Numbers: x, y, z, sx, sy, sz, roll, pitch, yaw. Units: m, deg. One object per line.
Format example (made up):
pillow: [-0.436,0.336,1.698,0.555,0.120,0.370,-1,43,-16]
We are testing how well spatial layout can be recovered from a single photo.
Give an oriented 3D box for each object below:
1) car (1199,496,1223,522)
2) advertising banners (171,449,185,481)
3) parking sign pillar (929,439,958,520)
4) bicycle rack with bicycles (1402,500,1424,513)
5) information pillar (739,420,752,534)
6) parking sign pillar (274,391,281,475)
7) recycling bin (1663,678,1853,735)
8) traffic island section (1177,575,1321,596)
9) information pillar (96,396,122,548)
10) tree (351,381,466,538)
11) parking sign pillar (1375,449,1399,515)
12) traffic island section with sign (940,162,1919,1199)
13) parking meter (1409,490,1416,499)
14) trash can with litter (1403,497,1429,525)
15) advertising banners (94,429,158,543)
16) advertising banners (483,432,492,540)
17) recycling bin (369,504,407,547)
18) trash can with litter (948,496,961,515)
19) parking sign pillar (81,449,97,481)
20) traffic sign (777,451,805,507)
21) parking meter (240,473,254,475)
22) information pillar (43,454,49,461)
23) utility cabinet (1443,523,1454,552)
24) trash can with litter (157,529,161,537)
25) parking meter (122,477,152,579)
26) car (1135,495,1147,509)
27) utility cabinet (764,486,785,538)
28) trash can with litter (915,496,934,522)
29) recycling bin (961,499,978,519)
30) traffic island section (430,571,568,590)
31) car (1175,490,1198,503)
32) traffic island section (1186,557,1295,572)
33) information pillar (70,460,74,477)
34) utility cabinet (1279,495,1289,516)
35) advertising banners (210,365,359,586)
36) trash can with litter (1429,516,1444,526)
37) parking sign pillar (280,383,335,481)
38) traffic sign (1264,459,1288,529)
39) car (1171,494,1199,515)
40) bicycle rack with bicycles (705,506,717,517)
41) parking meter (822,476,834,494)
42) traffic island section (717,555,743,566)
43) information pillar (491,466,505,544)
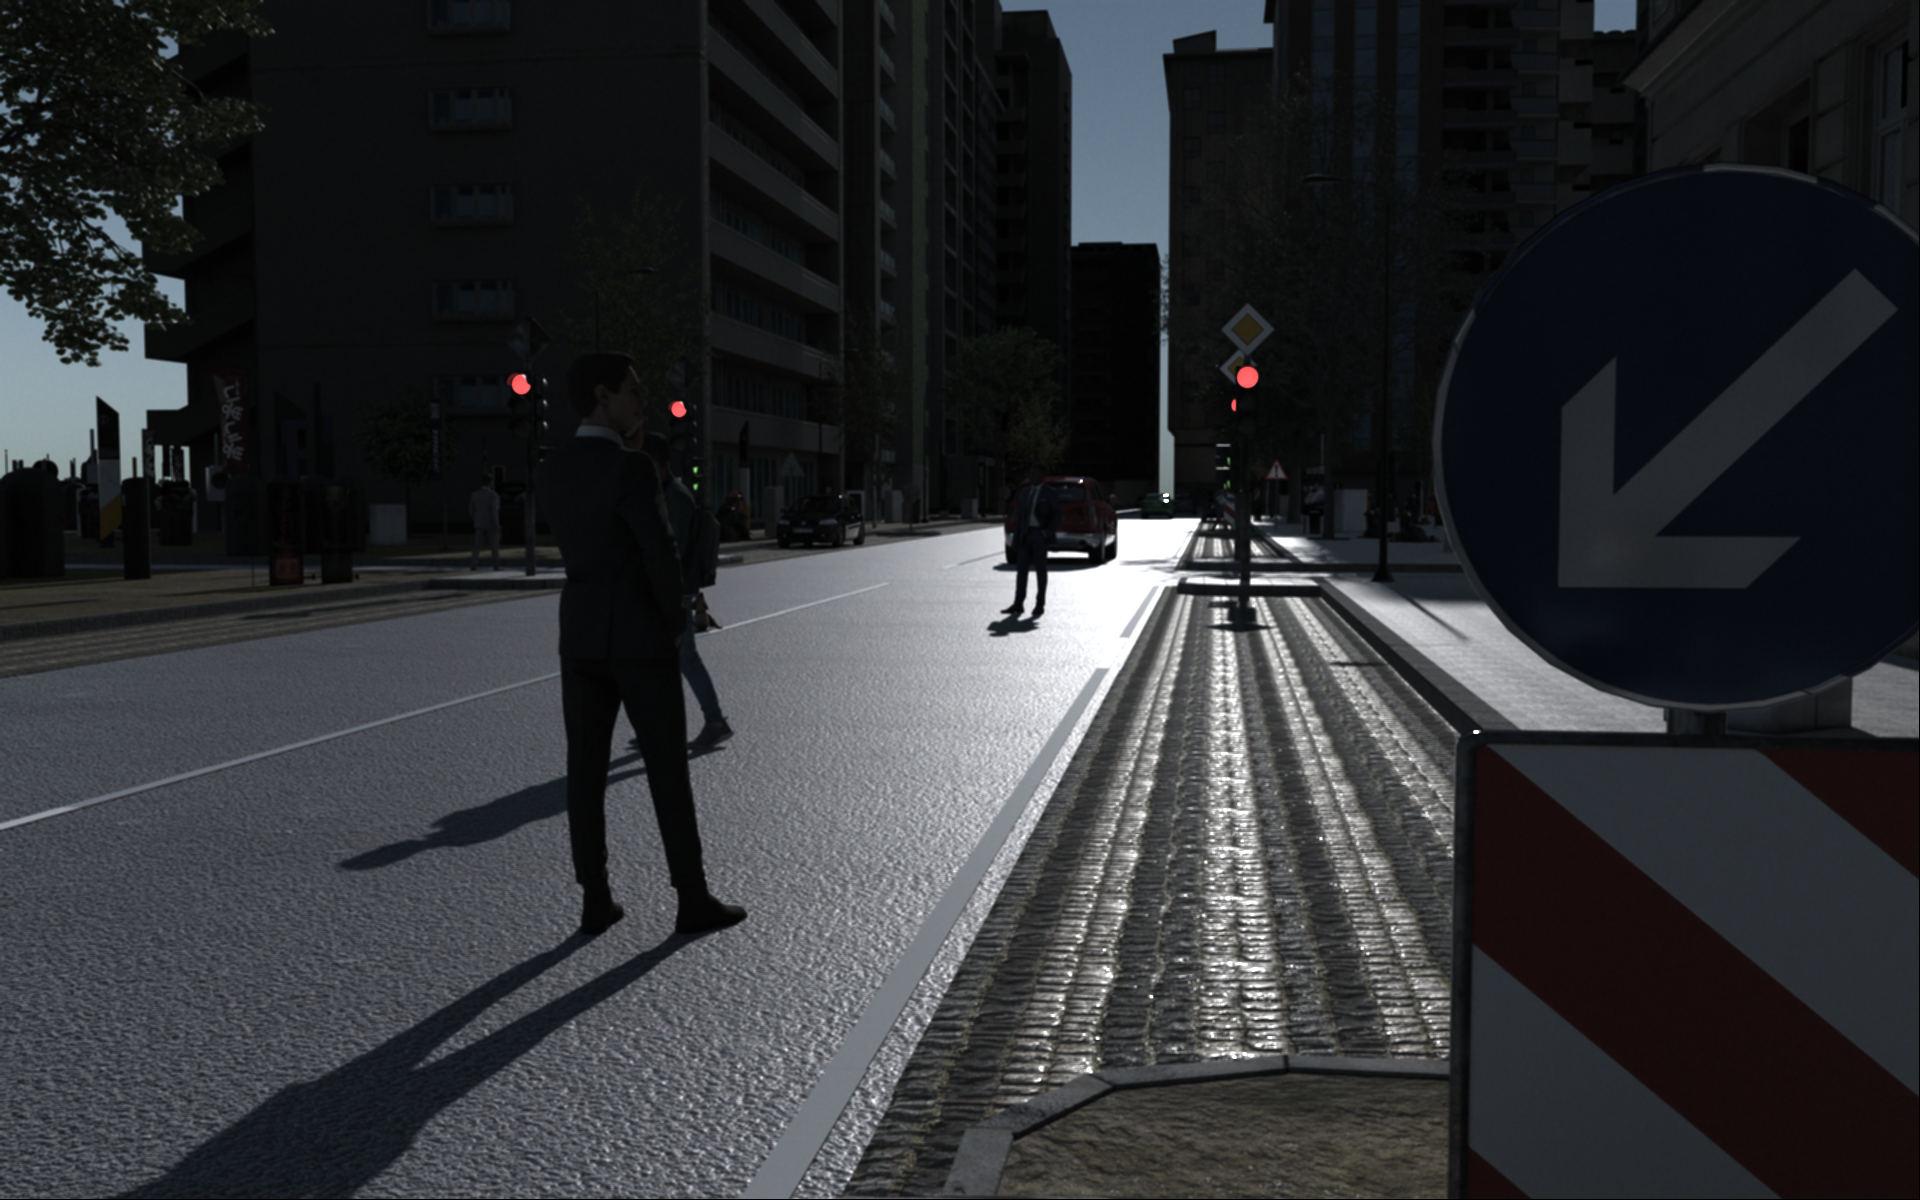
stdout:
car: [13.383,-4.717,89.709,1.945,1.354,3.894,0,4,8]
advertising banners: [-29.776,-4.368,67.598,2.074,3.025,0.090,0,4,7]
parking sign pillar: [-0.800,-5.943,85.633,1.447,3.967,1.447,0,4,1]
bicycle rack with bicycles: [26.726,-5.279,99.693,2.852,0.926,2.925,1,4,19]
information pillar: [-6.853,-3.903,55.165,0.183,3.616,0.504,-3,4,-37]
parking sign pillar: [-17.347,-3.500,45.702,1.447,3.967,1.447,3,5,39]
recycling bin: [4.455,0.177,9.664,0.722,1.027,0.722,-2,4,-30]
traffic island section: [4.245,-0.206,25.651,2.009,0.180,2.903,1,4,8]
information pillar: [-20.354,-3.062,41.411,0.504,3.616,0.183,-2,4,-34]
tree: [-16.096,-4.099,50.741,4.285,4.588,4.351,0,3,0]
parking sign pillar: [25.714,-7.085,104.313,1.447,3.967,1.447,-3,5,-43]
traffic island section with sign: [0.917,0.351,2.886,1.989,1.847,2.006,1,4,8]
parking meter: [27.836,-6.005,106.592,0.372,1.533,0.369,0,3,0]
trash can with litter: [19.137,-3.734,72.441,1.055,1.170,0.624,-1,4,-17]
advertising banners: [-22.016,-3.036,45.819,0.090,3.025,2.074,1,4,22]
advertising banners: [-13.221,-3.201,48.523,0.090,3.025,2.074,-1,4,-20]
recycling bin: [-14.114,-1.846,42.739,0.722,1.027,0.722,-2,4,-33]
trash can with litter: [-0.245,-5.757,105.189,2.233,1.210,1.678,0,4,-7]
parking sign pillar: [-52.268,-7.066,103.996,1.447,3.967,1.447,0,4,-2]
traffic sign: [-5.064,-3.175,51.913,0.884,2.594,0.081,1,4,14]
parking meter: [-18.681,-2.434,45.513,0.255,1.863,0.399,1,4,12]
information pillar: [-53.112,-6.704,100.965,0.183,3.616,0.504,-2,4,-25]
utility cabinet: [11.262,-1.665,38.388,1.020,1.237,0.306,0,4,5]
trash can with litter: [-23.316,-2.426,51.057,1.055,1.170,0.624,2,4,32]
parking meter: [-12.426,-1.084,26.136,0.372,1.533,0.369,0,3,0]
car: [17.816,-9.393,166.161,1.945,1.354,3.894,1,4,9]
utility cabinet: [-5.418,-2.555,50.451,0.318,1.500,1.173,-1,4,-21]
trash can with litter: [-1.907,-4.309,81.516,1.678,1.210,2.233,0,4,-5]
recycling bin: [0.488,-4.760,90.380,0.722,1.027,0.722,1,4,23]
traffic island section: [-6.777,-0.305,27.269,2.009,0.180,2.903,1,4,8]
car: [22.591,-10.056,173.082,2.281,1.827,5.304,1,4,10]
traffic island section: [5.406,-0.689,33.552,2.009,0.180,2.903,1,4,8]
information pillar: [-61.078,-7.822,119.236,0.183,3.616,0.504,-1,4,-8]
utility cabinet: [19.067,-5.469,100.584,1.020,1.237,0.306,1,4,15]
advertising banners: [-9.483,-1.724,24.377,0.090,3.025,2.074,3,5,43]
trash can with litter: [19.536,-3.608,70.380,0.624,1.170,1.055,1,4,21]
parking sign pillar: [-15.788,-3.318,42.717,1.447,3.967,1.447,-2,4,-30]
traffic sign: [11.659,-3.905,63.849,0.884,2.594,0.081,1,4,10]
car: [15.647,-6.662,120.931,2.014,1.417,4.499,1,4,9]
bicycle rack with bicycles: [-7.679,-2.368,52.096,2.925,0.926,2.852,2,4,31]
parking meter: [-4.407,-3.176,57.646,0.399,1.863,0.255,-2,4,-31]
traffic island section: [-5.617,-0.788,35.170,2.009,0.180,2.903,1,4,8]
information pillar: [-11.926,-2.463,44.769,0.304,2.012,0.304,-1,4,-22]
